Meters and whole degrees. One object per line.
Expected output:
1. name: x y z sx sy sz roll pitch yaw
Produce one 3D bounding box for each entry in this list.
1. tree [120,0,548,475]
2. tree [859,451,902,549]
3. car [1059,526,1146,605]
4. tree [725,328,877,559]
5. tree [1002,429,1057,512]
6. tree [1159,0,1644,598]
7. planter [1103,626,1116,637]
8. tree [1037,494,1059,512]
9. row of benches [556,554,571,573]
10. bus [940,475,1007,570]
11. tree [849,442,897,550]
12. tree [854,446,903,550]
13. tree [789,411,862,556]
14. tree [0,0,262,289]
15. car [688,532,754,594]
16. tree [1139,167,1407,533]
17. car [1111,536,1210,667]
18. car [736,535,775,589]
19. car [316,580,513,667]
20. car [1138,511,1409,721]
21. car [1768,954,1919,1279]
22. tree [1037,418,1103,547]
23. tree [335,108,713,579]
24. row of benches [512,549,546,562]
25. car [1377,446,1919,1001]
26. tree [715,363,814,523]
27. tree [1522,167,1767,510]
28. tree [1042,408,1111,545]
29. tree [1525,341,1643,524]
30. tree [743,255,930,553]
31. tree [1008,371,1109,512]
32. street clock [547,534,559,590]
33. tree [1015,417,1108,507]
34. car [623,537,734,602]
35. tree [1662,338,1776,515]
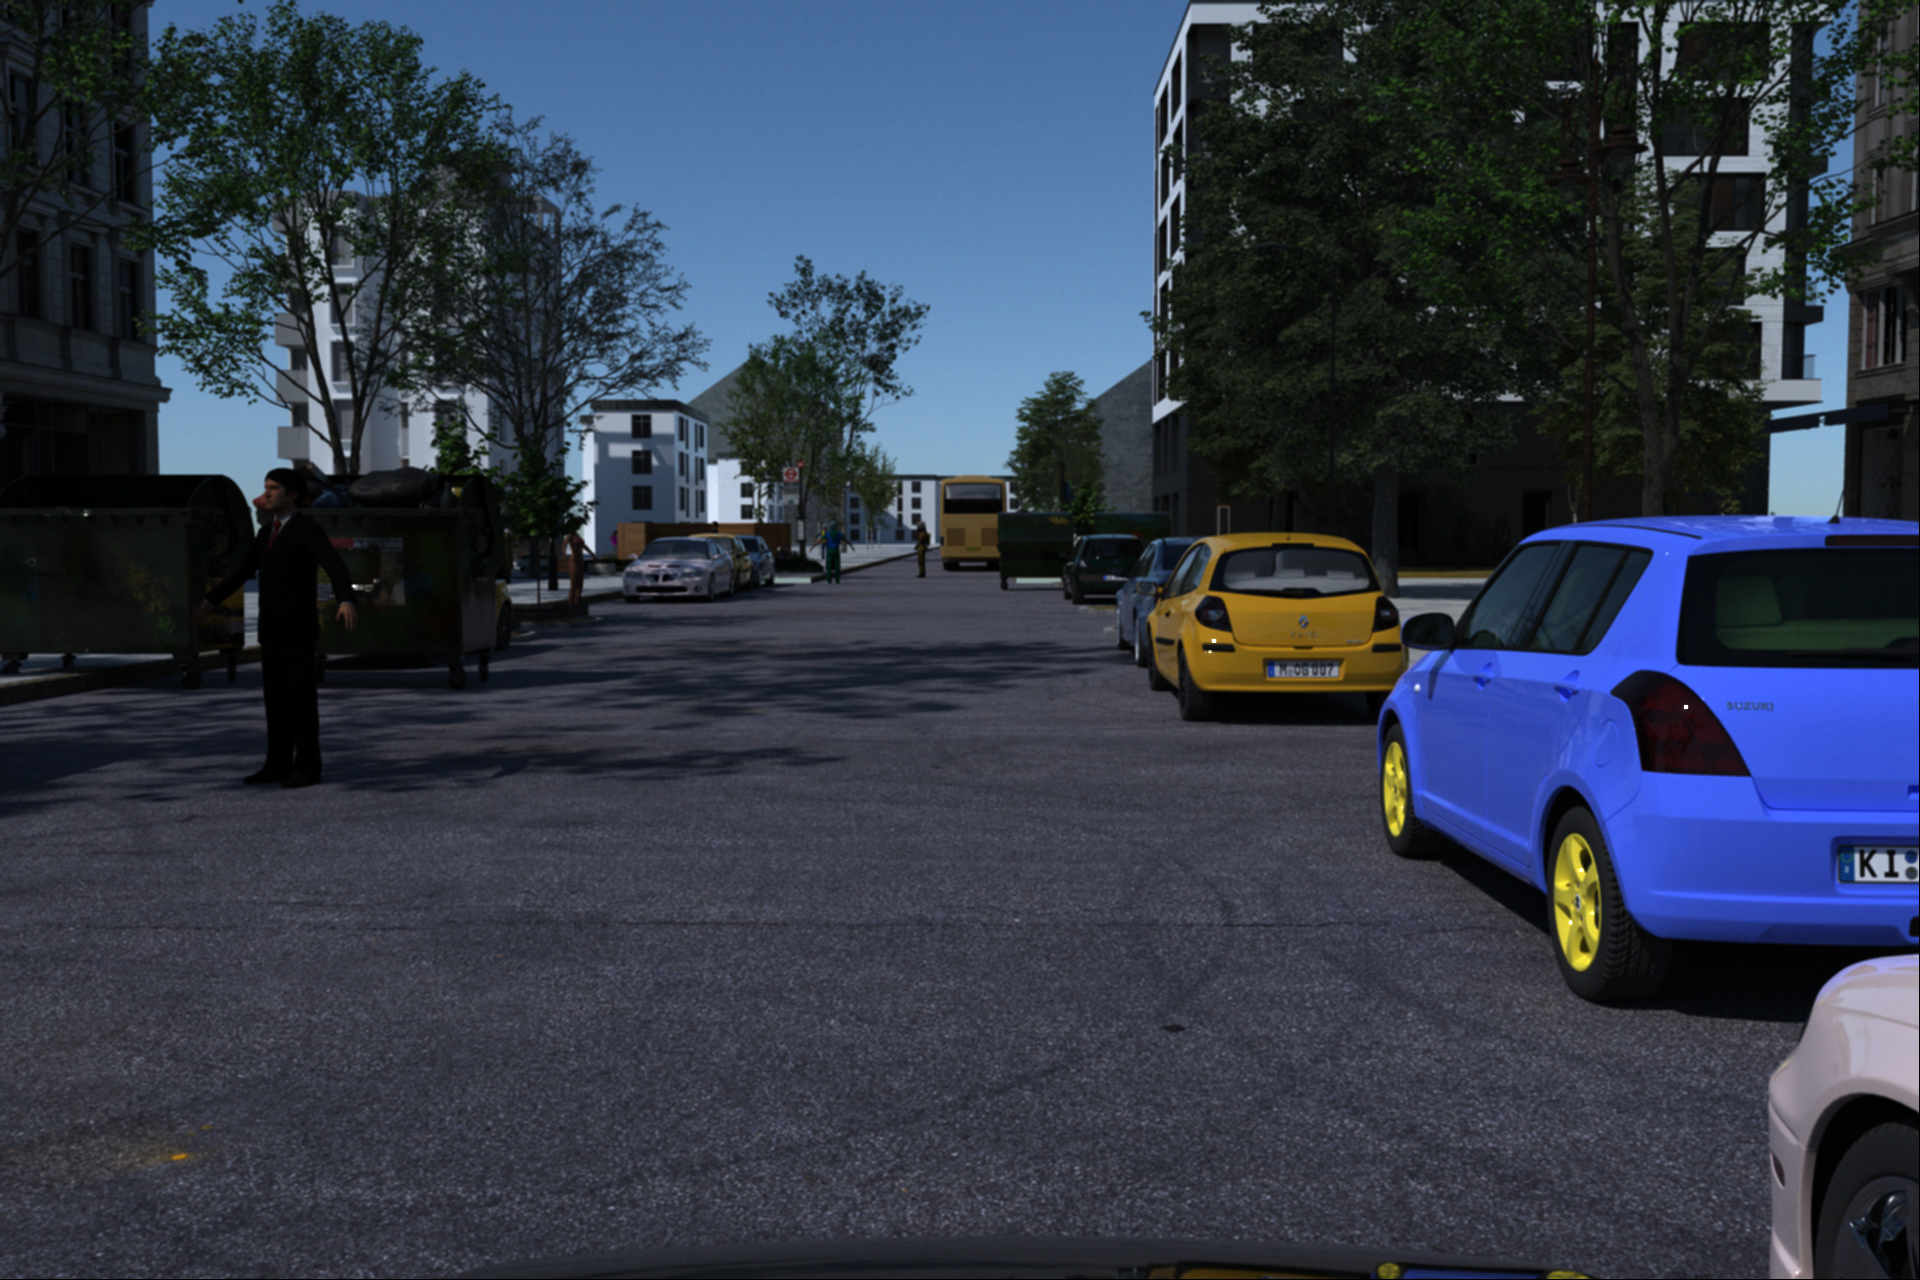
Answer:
1. tree: -11.928 -6.589 33.493 9.928 11.665 9.643 0 3 0
2. tree: -7.162 -12.427 153.542 4.737 8.622 4.395 0 3 0
3. car: 3.125 -1.641 36.620 2.009 1.686 4.222 0 3 0
4. tree: -8.113 -9.952 88.478 9.928 11.665 9.643 0 3 0
5. tree: 7.621 -13.069 148.095 7.601 10.594 8.767 2 4 25
6. tree: 8.549 -7.835 34.753 9.857 13.997 8.962 0 3 0
7. planter: 3.056 -0.214 24.632 1.991 0.319 1.994 0 4 1
8. tree: 12.718 -17.871 242.557 4.737 8.622 4.395 0 3 0
9. row of benches: -11.590 -2.161 50.795 1.422 0.672 4.104 -1 4 -12
10. bus: 0.535 -4.895 71.579 2.896 3.916 12.252 0 4 0
11. tree: -7.057 -11.376 136.356 4.737 8.622 4.395 0 3 0
12. tree: -7.080 -11.689 141.469 4.737 8.622 4.395 0 3 0
13. tree: -8.129 -9.291 102.272 4.737 8.622 4.395 0 3 0
14. tree: -12.581 -5.842 21.275 9.928 11.665 9.643 0 3 0
15. car: -6.141 -1.985 42.678 2.015 1.641 3.980 0 4 1
16. tree: 10.850 -9.308 58.841 9.857 13.997 8.962 0 3 0
17. car: 2.781 -0.482 19.887 2.014 1.417 4.499 0 4 1
18. car: -6.082 -2.144 47.062 2.014 1.417 4.499 0 4 1
19. car: -6.470 -0.596 19.970 2.015 1.641 3.980 0 4 1
20. car: 2.562 -0.273 14.685 2.015 1.641 3.980 0 4 1
21. car: 2.218 0.702 0.882 2.083 1.381 4.827 0 3 0
22. tree: 7.391 -9.666 108.397 4.360 8.622 3.978 0 3 0
23. tree: -12.344 -8.525 49.758 12.009 13.543 11.850 0 3 0
24. row of benches: -17.834 -3.364 70.465 1.422 0.672 4.104 0 4 8
25. car: 2.744 0.183 6.598 1.945 1.707 3.694 0 4 1
26. tree: -8.626 -7.675 75.854 4.737 8.622 4.395 0 3 0
27. tree: 21.390 -8.344 54.559 7.486 12.596 7.792 0 3 0
28. tree: 6.790 -9.182 100.494 4.360 8.622 3.978 0 3 0
29. tree: 21.976 -6.852 62.400 4.360 8.622 3.978 0 3 0
30. tree: -8.478 -16.010 117.651 12.611 20.169 13.585 0 3 0
31. tree: 6.838 -12.390 120.708 7.486 12.596 7.792 0 3 0
32. street clock: -9.272 -2.132 39.423 0.358 2.002 0.471 0 4 1
33. tree: 7.872 -12.074 131.821 7.601 10.594 8.767 1 4 18
34. car: -6.097 -1.563 37.909 2.083 1.381 4.827 0 4 1
35. tree: 27.931 -6.929 63.655 4.737 8.622 4.395 0 3 0
